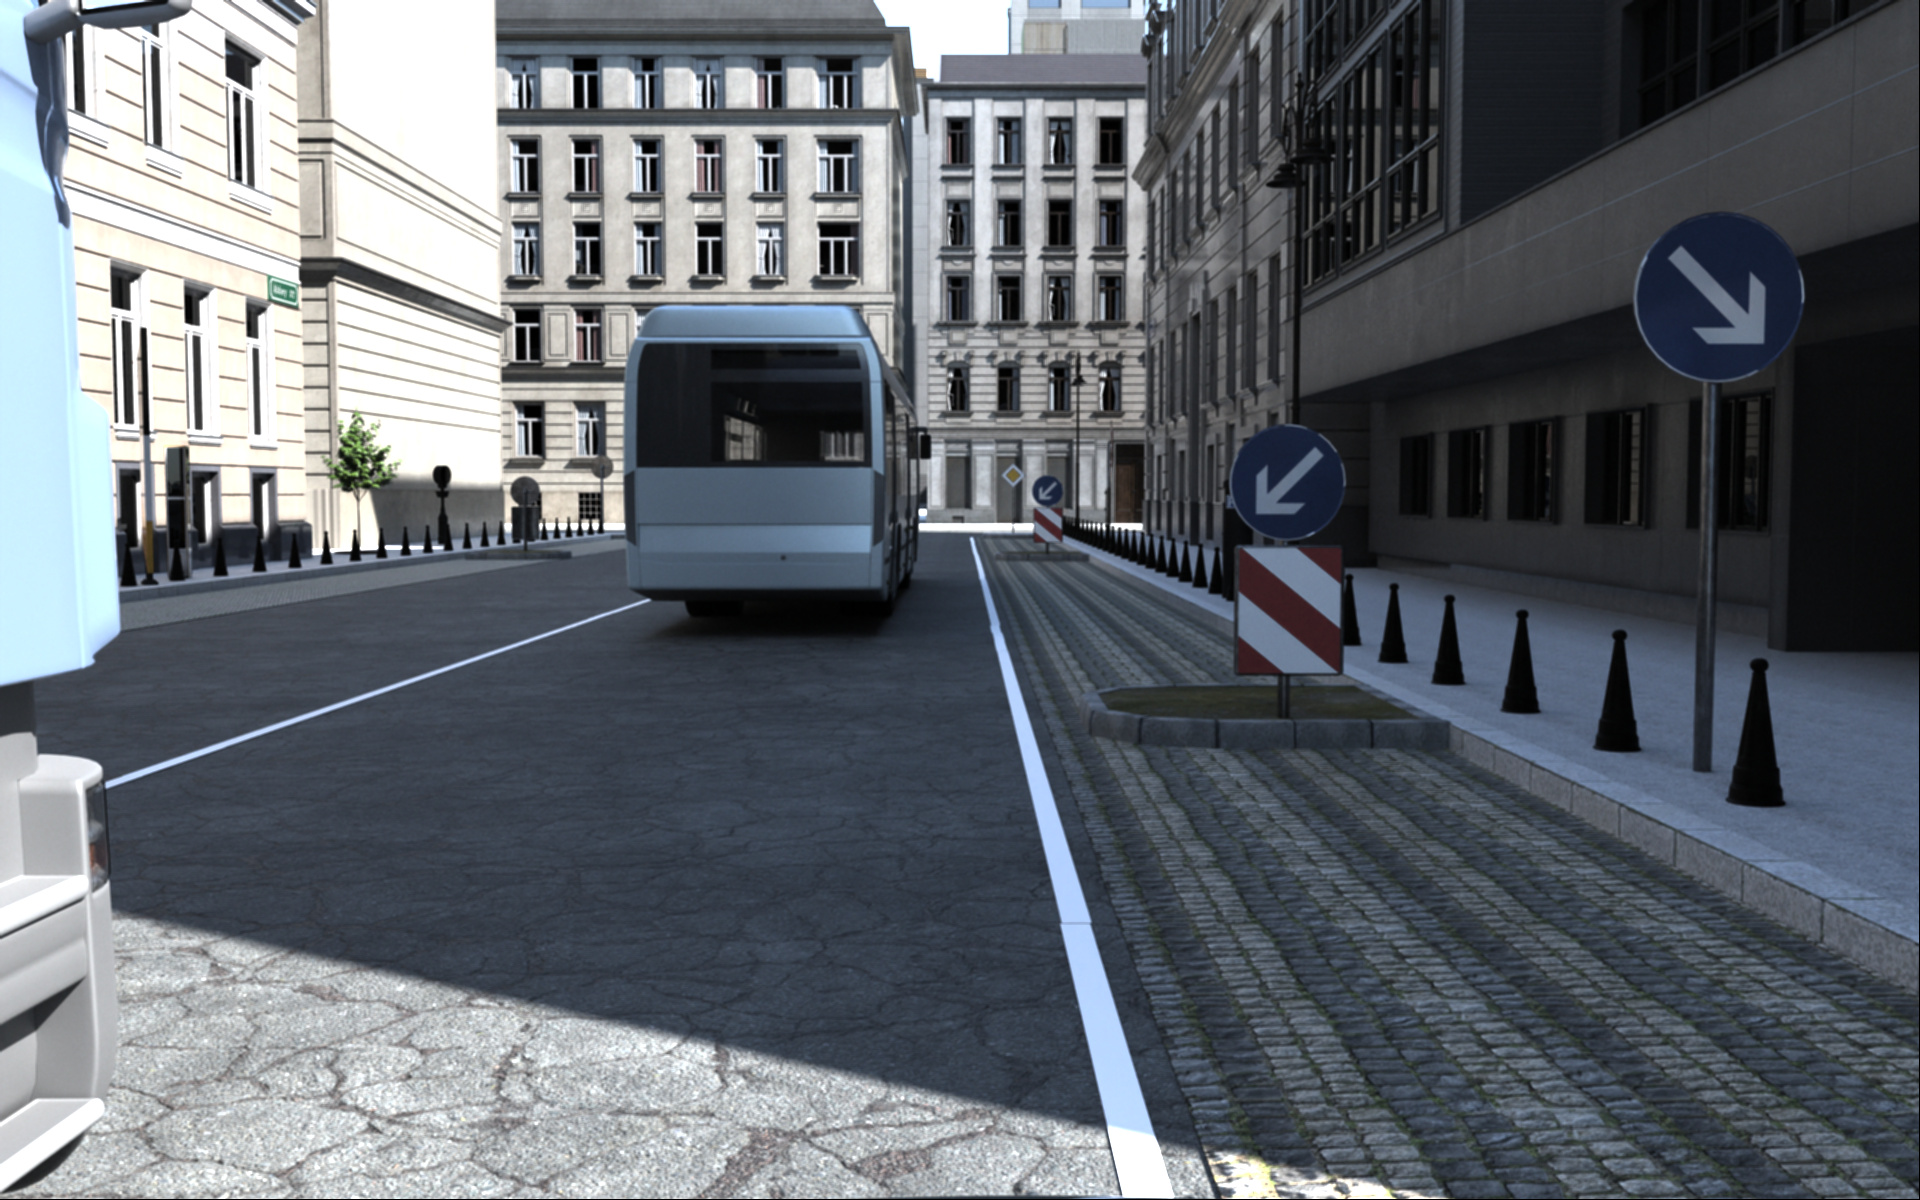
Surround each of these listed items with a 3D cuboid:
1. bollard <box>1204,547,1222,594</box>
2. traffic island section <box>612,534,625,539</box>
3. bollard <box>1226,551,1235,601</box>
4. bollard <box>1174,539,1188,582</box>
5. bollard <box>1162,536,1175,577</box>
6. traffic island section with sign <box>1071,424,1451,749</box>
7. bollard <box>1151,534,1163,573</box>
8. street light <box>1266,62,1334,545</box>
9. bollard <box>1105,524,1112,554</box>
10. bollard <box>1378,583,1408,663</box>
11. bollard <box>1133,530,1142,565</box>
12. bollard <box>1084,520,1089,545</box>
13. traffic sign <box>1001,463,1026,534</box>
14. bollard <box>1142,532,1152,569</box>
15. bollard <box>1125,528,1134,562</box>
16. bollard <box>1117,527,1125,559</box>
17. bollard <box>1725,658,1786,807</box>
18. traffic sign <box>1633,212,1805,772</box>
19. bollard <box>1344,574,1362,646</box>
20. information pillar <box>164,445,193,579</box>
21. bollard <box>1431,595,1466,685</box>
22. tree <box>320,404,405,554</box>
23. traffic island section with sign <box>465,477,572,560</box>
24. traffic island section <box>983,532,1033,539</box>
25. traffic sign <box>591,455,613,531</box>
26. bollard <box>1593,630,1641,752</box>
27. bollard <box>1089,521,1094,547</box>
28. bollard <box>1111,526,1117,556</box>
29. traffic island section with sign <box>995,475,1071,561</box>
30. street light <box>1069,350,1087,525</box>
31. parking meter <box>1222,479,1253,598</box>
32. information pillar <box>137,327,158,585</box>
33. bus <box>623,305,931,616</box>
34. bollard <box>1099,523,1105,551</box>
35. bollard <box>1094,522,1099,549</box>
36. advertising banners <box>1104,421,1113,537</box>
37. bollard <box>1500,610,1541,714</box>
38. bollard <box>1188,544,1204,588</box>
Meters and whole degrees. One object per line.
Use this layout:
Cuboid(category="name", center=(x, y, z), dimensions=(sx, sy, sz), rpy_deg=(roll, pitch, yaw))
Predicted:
Cuboid(category="bollard", center=(3.306, -0.382, 22.288), dimensions=(0.229, 0.601, 0.229), rpy_deg=(0, 3, 0))
Cuboid(category="traffic island section", center=(-10.044, -2.075, 56.214), dimensions=(2.009, 0.180, 2.903), rpy_deg=(0, 3, 0))
Cuboid(category="bollard", center=(3.304, -0.290, 20.776), dimensions=(0.229, 0.601, 0.229), rpy_deg=(0, 3, 0))
Cuboid(category="bollard", center=(3.302, -0.568, 25.326), dimensions=(0.229, 0.601, 0.229), rpy_deg=(0, 3, 0))
Cuboid(category="bollard", center=(3.304, -0.660, 26.835), dimensions=(0.229, 0.601, 0.229), rpy_deg=(0, 3, 0))
Cuboid(category="traffic island section with sign", center=(1.755, -0.122, 10.616), dimensions=(1.989, 1.847, 2.006), rpy_deg=(0, 3, 0))
Cuboid(category="bollard", center=(3.300, -0.753, 28.356), dimensions=(0.229, 0.601, 0.229), rpy_deg=(0, 3, 0))
Cuboid(category="street light", center=(3.723, -2.836, 19.155), dimensions=(0.468, 5.910, 1.993), rpy_deg=(0, 3, 0))
Cuboid(category="bollard", center=(3.304, -1.308, 37.420), dimensions=(0.229, 0.601, 0.229), rpy_deg=(0, 3, 0))
Cuboid(category="bollard", center=(3.310, 0.172, 13.222), dimensions=(0.229, 0.601, 0.229), rpy_deg=(0, 3, 0))
Cuboid(category="bollard", center=(3.307, -0.938, 31.374), dimensions=(0.229, 0.601, 0.229), rpy_deg=(0, 3, 0))
Cuboid(category="bollard", center=(3.302, -1.679, 43.488), dimensions=(0.229, 0.601, 0.229), rpy_deg=(0, 3, 0))
Cuboid(category="traffic sign", center=(1.724, -3.211, 56.134), dimensions=(0.795, 2.450, 0.064), rpy_deg=(0, 3, 0))
Cuboid(category="bollard", center=(3.302, -0.845, 29.865), dimensions=(0.229, 0.601, 0.229), rpy_deg=(0, 3, 0))
Cuboid(category="bollard", center=(3.303, -1.030, 32.883), dimensions=(0.229, 0.601, 0.229), rpy_deg=(0, 3, 0))
Cuboid(category="bollard", center=(3.303, -1.122, 34.391), dimensions=(0.229, 0.601, 0.229), rpy_deg=(0, 3, 0))
Cuboid(category="bollard", center=(3.309, 0.542, 7.186), dimensions=(0.229, 0.601, 0.229), rpy_deg=(0, 3, 0))
Cuboid(category="traffic sign", center=(3.437, -0.479, 7.941), dimensions=(0.768, 2.556, 0.104), rpy_deg=(0, 4, 1))
Cuboid(category="bollard", center=(3.307, 0.080, 14.733), dimensions=(0.229, 0.601, 0.229), rpy_deg=(0, 3, 0))
Cuboid(category="information pillar", center=(-11.881, -1.336, 26.331), dimensions=(0.304, 2.012, 0.304), rpy_deg=(-1, 4, -14))
Cuboid(category="bollard", center=(3.307, 0.265, 11.713), dimensions=(0.229, 0.601, 0.229), rpy_deg=(0, 3, 0))
Cuboid(category="tree", center=(-13.025, -2.604, 37.171), dimensions=(1.663, 3.219, 1.824), rpy_deg=(0, 3, 0))
Cuboid(category="traffic island section with sign", center=(-9.720, -1.821, 38.407), dimensions=(1.989, 1.847, 2.006), rpy_deg=(0, 3, 0))
Cuboid(category="traffic island section", center=(1.747, -2.075, 56.212), dimensions=(2.009, 0.180, 2.903), rpy_deg=(0, 3, 0))
Cuboid(category="traffic sign", center=(-11.734, -3.465, 56.764), dimensions=(0.768, 2.556, 0.104), rpy_deg=(1, 4, 9))
Cuboid(category="bollard", center=(3.306, 0.449, 8.696), dimensions=(0.229, 0.601, 0.229), rpy_deg=(0, 3, 0))
Cuboid(category="bollard", center=(3.300, -1.586, 41.975), dimensions=(0.229, 0.601, 0.229), rpy_deg=(0, 3, 0))
Cuboid(category="bollard", center=(3.306, -1.215, 35.900), dimensions=(0.229, 0.601, 0.229), rpy_deg=(0, 3, 0))
Cuboid(category="traffic island section with sign", center=(1.758, -1.770, 37.572), dimensions=(1.989, 1.847, 2.006), rpy_deg=(0, 3, 0))
Cuboid(category="street light", center=(3.793, -5.073, 55.734), dimensions=(0.468, 5.910, 1.993), rpy_deg=(0, 3, 0))
Cuboid(category="parking meter", center=(3.430, -0.793, 21.372), dimensions=(0.372, 1.533, 0.369), rpy_deg=(0, 3, 0))
Cuboid(category="information pillar", center=(-11.544, -2.030, 24.541), dimensions=(0.183, 3.616, 0.504), rpy_deg=(-2, 4, -32))
Cuboid(category="bus", center=(-1.985, -1.754, 23.534), dimensions=(2.948, 3.499, 13.247), rpy_deg=(0, 4, 0))
Cuboid(category="bollard", center=(3.306, -1.400, 38.936), dimensions=(0.229, 0.601, 0.229), rpy_deg=(0, 3, 0))
Cuboid(category="bollard", center=(3.301, -1.493, 40.450), dimensions=(0.229, 0.601, 0.229), rpy_deg=(0, 3, 0))
Cuboid(category="advertising banners", center=(3.625, -2.813, 42.175), dimensions=(0.090, 3.025, 2.074), rpy_deg=(0, 4, 1))
Cuboid(category="bollard", center=(3.308, 0.357, 10.204), dimensions=(0.229, 0.601, 0.229), rpy_deg=(0, 3, 0))
Cuboid(category="bollard", center=(3.305, -0.475, 23.808), dimensions=(0.229, 0.601, 0.229), rpy_deg=(0, 3, 0))
